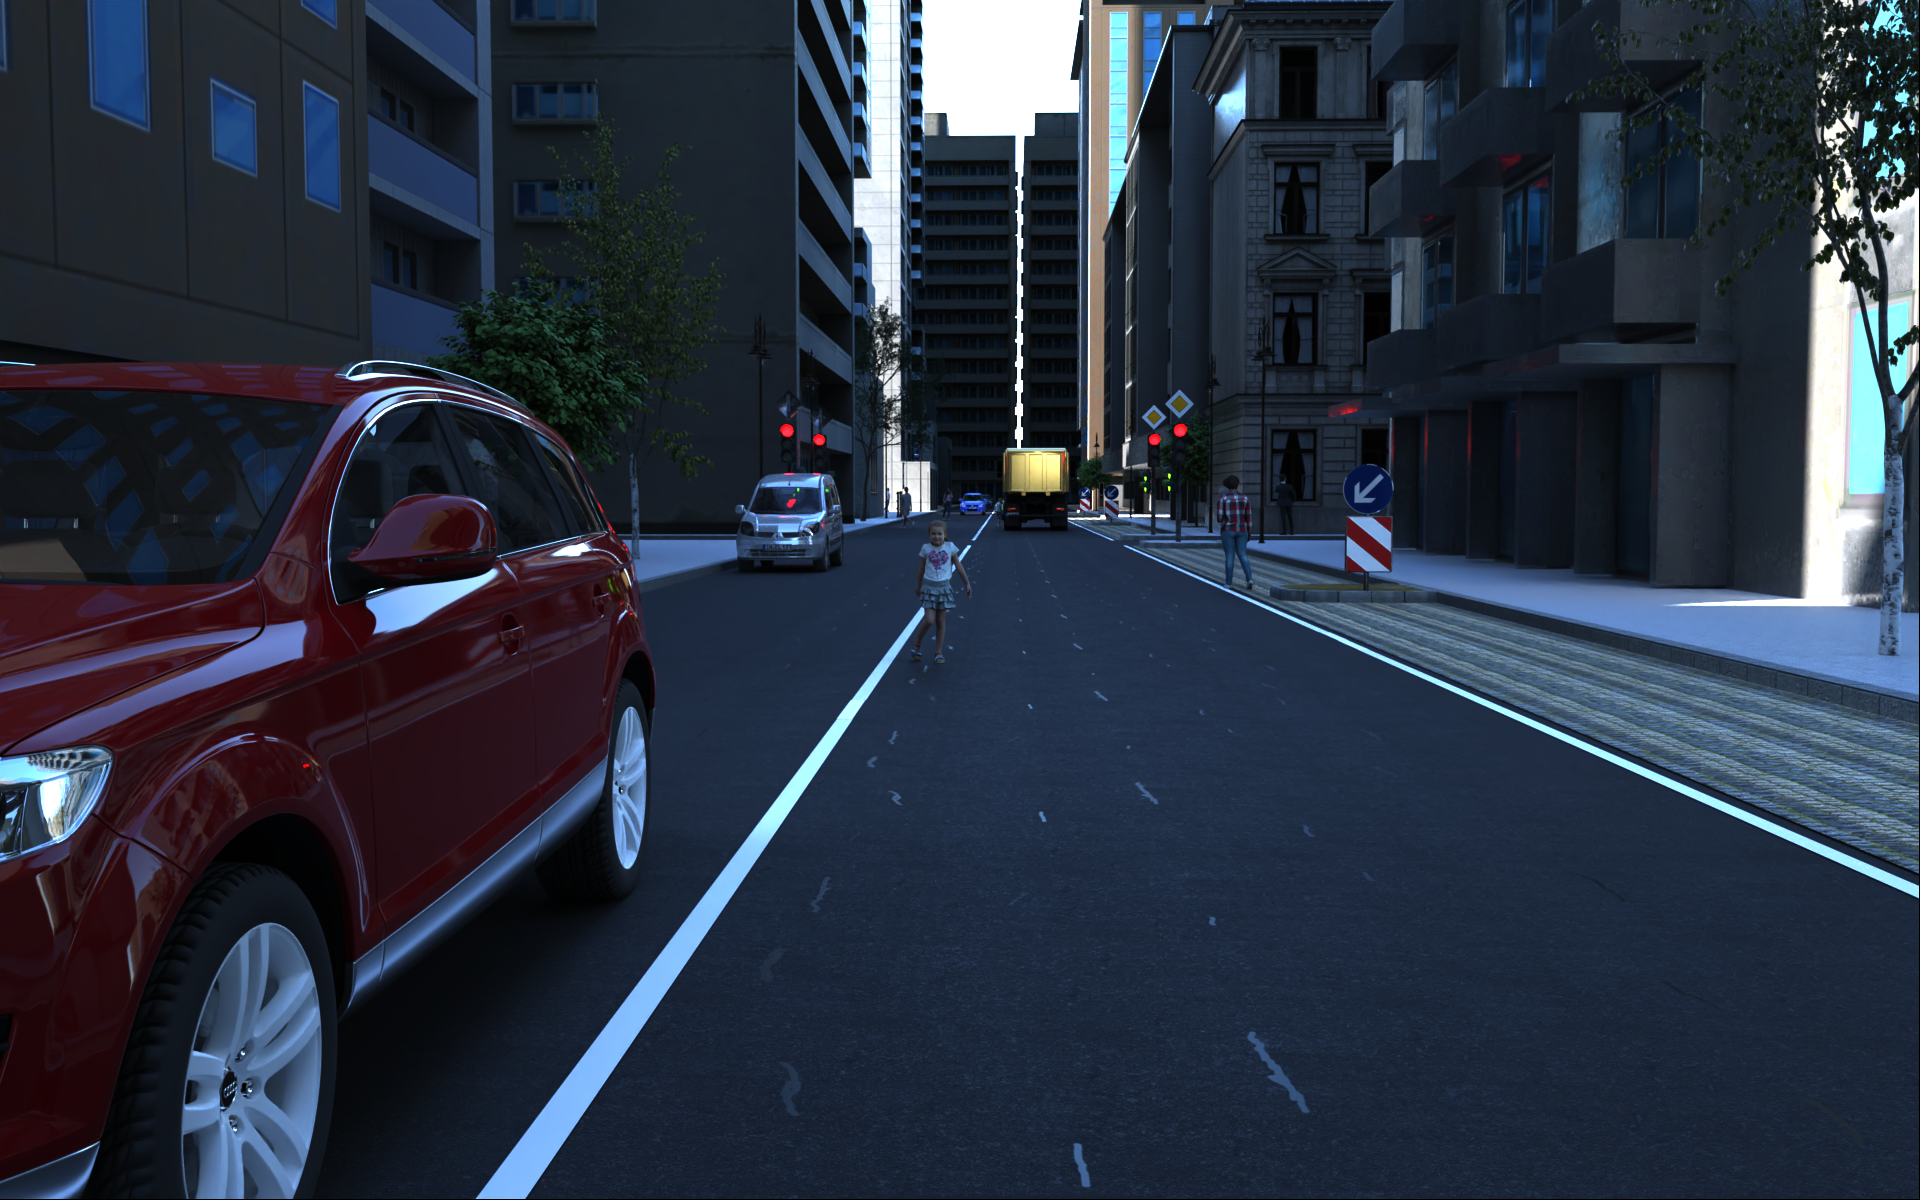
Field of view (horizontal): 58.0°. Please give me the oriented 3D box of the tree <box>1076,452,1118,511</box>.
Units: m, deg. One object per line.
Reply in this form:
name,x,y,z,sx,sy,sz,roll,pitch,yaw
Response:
tree,10.556,-9.122,132.860,4.285,4.588,4.351,0,3,0

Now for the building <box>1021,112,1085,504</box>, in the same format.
building,18.599,-36.656,223.026,21.600,48.544,21.300,0,4,2

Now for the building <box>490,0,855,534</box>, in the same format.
building,-15.520,-26.940,64.172,21.300,48.544,21.600,0,4,2

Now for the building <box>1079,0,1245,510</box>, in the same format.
building,17.205,-30.069,141.731,14.600,45.320,14.200,0,4,2

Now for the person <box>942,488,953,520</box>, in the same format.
person,-0.728,-5.259,95.068,0.593,1.750,0.643,-1,4,-13

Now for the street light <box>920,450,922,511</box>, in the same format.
street light,-2.891,-9.466,127.553,0.468,5.910,1.993,0,4,2

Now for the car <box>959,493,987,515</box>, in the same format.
car,0.891,-6.637,118.100,1.945,1.707,3.694,0,4,2

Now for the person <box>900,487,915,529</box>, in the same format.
person,-2.176,-3.816,71.638,0.760,1.731,0.466,2,4,28

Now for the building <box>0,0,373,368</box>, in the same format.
building,-15.670,-22.453,17.223,14.600,45.320,14.200,0,4,2

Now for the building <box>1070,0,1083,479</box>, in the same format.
building,26.862,-36.758,190.229,28.713,52.752,27.495,0,4,2

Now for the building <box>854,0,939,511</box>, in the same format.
building,-12.180,-42.864,139.083,20.563,71.187,20.611,0,4,2

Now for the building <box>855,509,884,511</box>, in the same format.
building,-13.129,-52.151,165.344,22.319,86.520,31.000,0,4,2

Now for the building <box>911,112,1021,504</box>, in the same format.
building,-3.375,-36.680,223.411,21.600,48.544,21.300,0,4,2

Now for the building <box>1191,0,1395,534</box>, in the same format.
building,18.071,-11.890,59.028,19.286,19.102,10.561,0,4,2

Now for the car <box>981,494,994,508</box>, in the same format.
car,2.510,-10.234,179.322,2.014,1.417,4.499,0,3,0

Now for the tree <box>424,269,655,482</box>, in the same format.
tree,-6.228,-2.549,25.394,4.285,4.588,4.351,0,3,0

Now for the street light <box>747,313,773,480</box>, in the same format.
street light,-5.098,-4.377,44.359,0.468,5.910,1.993,0,4,2

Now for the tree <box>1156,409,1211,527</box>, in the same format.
tree,9.157,-5.101,67.118,4.285,4.588,4.351,0,3,0

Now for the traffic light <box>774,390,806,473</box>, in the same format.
traffic light,-4.601,-3.538,46.761,0.839,4.253,0.868,0,4,2

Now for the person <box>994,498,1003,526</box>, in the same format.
person,1.739,-3.960,77.931,0.352,1.250,0.332,-2,4,-25

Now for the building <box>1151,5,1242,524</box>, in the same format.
building,16.037,-16.222,84.292,14.314,24.678,30.058,0,4,2

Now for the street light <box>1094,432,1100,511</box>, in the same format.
street light,10.185,-9.566,129.192,0.468,5.910,1.993,0,4,2

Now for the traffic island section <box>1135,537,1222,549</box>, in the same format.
traffic island section,5.896,-1.488,46.611,2.009,0.180,2.903,0,4,2

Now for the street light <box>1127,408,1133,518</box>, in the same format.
street light,9.216,-7.369,93.271,0.468,5.910,1.993,0,4,2

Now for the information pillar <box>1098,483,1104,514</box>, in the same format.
information pillar,9.172,-6.613,112.620,0.304,2.012,0.304,0,4,-7

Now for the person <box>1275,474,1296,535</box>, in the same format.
person,10.166,-2.984,54.197,0.648,1.900,0.474,0,4,-6

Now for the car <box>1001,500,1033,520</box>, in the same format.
car,3.254,-5.398,97.052,1.959,1.807,4.718,0,4,3

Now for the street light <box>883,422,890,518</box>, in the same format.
street light,-3.907,-7.269,91.633,0.468,5.910,1.993,0,4,2

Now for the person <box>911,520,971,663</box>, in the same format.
person,-0.161,-0.081,14.838,0.505,1.210,0.382,0,4,-6

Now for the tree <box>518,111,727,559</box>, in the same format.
tree,-6.367,-5.091,33.608,4.737,8.622,4.395,0,3,0

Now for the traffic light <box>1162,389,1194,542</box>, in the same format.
traffic light,5.856,-3.522,46.498,0.839,4.253,0.868,0,4,2

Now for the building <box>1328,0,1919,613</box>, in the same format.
building,20.109,-25.090,29.827,23.786,49.044,30.456,0,4,2

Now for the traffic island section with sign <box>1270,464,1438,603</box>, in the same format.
traffic island section with sign,5.295,-0.916,23.612,1.989,1.847,2.006,0,4,2

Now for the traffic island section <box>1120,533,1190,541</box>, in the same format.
traffic island section,6.110,-1.976,54.593,2.009,0.180,2.903,0,4,2

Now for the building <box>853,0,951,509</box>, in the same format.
building,-16.814,-53.907,194.052,31.000,86.520,22.319,0,4,2

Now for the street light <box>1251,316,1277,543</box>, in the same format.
street light,7.872,-4.418,45.021,0.468,5.910,1.993,0,4,2

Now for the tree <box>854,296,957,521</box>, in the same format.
tree,-4.297,-8.998,81.533,7.601,10.594,8.767,2,4,28

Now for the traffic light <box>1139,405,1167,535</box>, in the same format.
traffic light,6.071,-4.010,54.480,0.839,4.253,0.868,0,4,2

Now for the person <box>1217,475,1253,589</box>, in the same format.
person,4.135,-1.024,26.075,0.563,1.720,0.643,-1,4,-10

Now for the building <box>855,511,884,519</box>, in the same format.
building,-15.441,-48.348,103.169,22.319,86.520,31.000,0,4,2

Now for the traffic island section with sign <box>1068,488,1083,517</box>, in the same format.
traffic island section with sign,7.500,-5.963,106.128,1.989,1.847,2.006,0,4,2

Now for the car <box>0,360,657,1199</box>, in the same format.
car,-2.196,0.244,4.680,2.281,1.827,5.304,0,4,1

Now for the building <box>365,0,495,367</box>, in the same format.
building,-24.423,-30.020,32.833,28.212,58.520,21.231,0,4,2

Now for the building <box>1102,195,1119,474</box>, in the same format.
building,17.302,-18.064,114.418,14.314,24.678,30.058,0,4,2

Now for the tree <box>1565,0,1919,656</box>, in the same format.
tree,7.190,-3.861,13.489,4.360,8.622,3.978,0,3,0

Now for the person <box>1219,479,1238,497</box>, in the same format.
person,8.430,-2.904,53.882,0.716,1.782,0.532,1,4,17

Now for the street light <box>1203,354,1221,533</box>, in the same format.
street light,8.287,-5.156,57.087,0.468,5.910,1.993,0,4,2

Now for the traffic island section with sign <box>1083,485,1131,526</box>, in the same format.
traffic island section with sign,6.775,-4.315,79.183,1.989,1.847,2.006,0,4,2

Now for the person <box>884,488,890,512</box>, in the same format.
person,-5.298,-7.240,125.096,0.598,1.740,0.731,-2,4,-24

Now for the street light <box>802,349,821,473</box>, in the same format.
street light,-4.725,-5.047,55.298,0.468,5.910,1.993,0,4,2

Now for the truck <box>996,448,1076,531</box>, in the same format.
truck,3.143,-4.630,71.619,3.469,3.379,9.791,0,4,3

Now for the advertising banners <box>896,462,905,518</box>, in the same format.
advertising banners,-3.235,-6.030,94.782,0.090,3.025,2.074,1,4,10

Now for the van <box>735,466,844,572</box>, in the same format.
van,-3.224,-1.609,33.311,2.013,2.044,4.112,0,4,2

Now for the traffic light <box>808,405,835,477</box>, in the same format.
traffic light,-4.387,-4.026,54.744,0.839,4.253,0.868,0,4,2
